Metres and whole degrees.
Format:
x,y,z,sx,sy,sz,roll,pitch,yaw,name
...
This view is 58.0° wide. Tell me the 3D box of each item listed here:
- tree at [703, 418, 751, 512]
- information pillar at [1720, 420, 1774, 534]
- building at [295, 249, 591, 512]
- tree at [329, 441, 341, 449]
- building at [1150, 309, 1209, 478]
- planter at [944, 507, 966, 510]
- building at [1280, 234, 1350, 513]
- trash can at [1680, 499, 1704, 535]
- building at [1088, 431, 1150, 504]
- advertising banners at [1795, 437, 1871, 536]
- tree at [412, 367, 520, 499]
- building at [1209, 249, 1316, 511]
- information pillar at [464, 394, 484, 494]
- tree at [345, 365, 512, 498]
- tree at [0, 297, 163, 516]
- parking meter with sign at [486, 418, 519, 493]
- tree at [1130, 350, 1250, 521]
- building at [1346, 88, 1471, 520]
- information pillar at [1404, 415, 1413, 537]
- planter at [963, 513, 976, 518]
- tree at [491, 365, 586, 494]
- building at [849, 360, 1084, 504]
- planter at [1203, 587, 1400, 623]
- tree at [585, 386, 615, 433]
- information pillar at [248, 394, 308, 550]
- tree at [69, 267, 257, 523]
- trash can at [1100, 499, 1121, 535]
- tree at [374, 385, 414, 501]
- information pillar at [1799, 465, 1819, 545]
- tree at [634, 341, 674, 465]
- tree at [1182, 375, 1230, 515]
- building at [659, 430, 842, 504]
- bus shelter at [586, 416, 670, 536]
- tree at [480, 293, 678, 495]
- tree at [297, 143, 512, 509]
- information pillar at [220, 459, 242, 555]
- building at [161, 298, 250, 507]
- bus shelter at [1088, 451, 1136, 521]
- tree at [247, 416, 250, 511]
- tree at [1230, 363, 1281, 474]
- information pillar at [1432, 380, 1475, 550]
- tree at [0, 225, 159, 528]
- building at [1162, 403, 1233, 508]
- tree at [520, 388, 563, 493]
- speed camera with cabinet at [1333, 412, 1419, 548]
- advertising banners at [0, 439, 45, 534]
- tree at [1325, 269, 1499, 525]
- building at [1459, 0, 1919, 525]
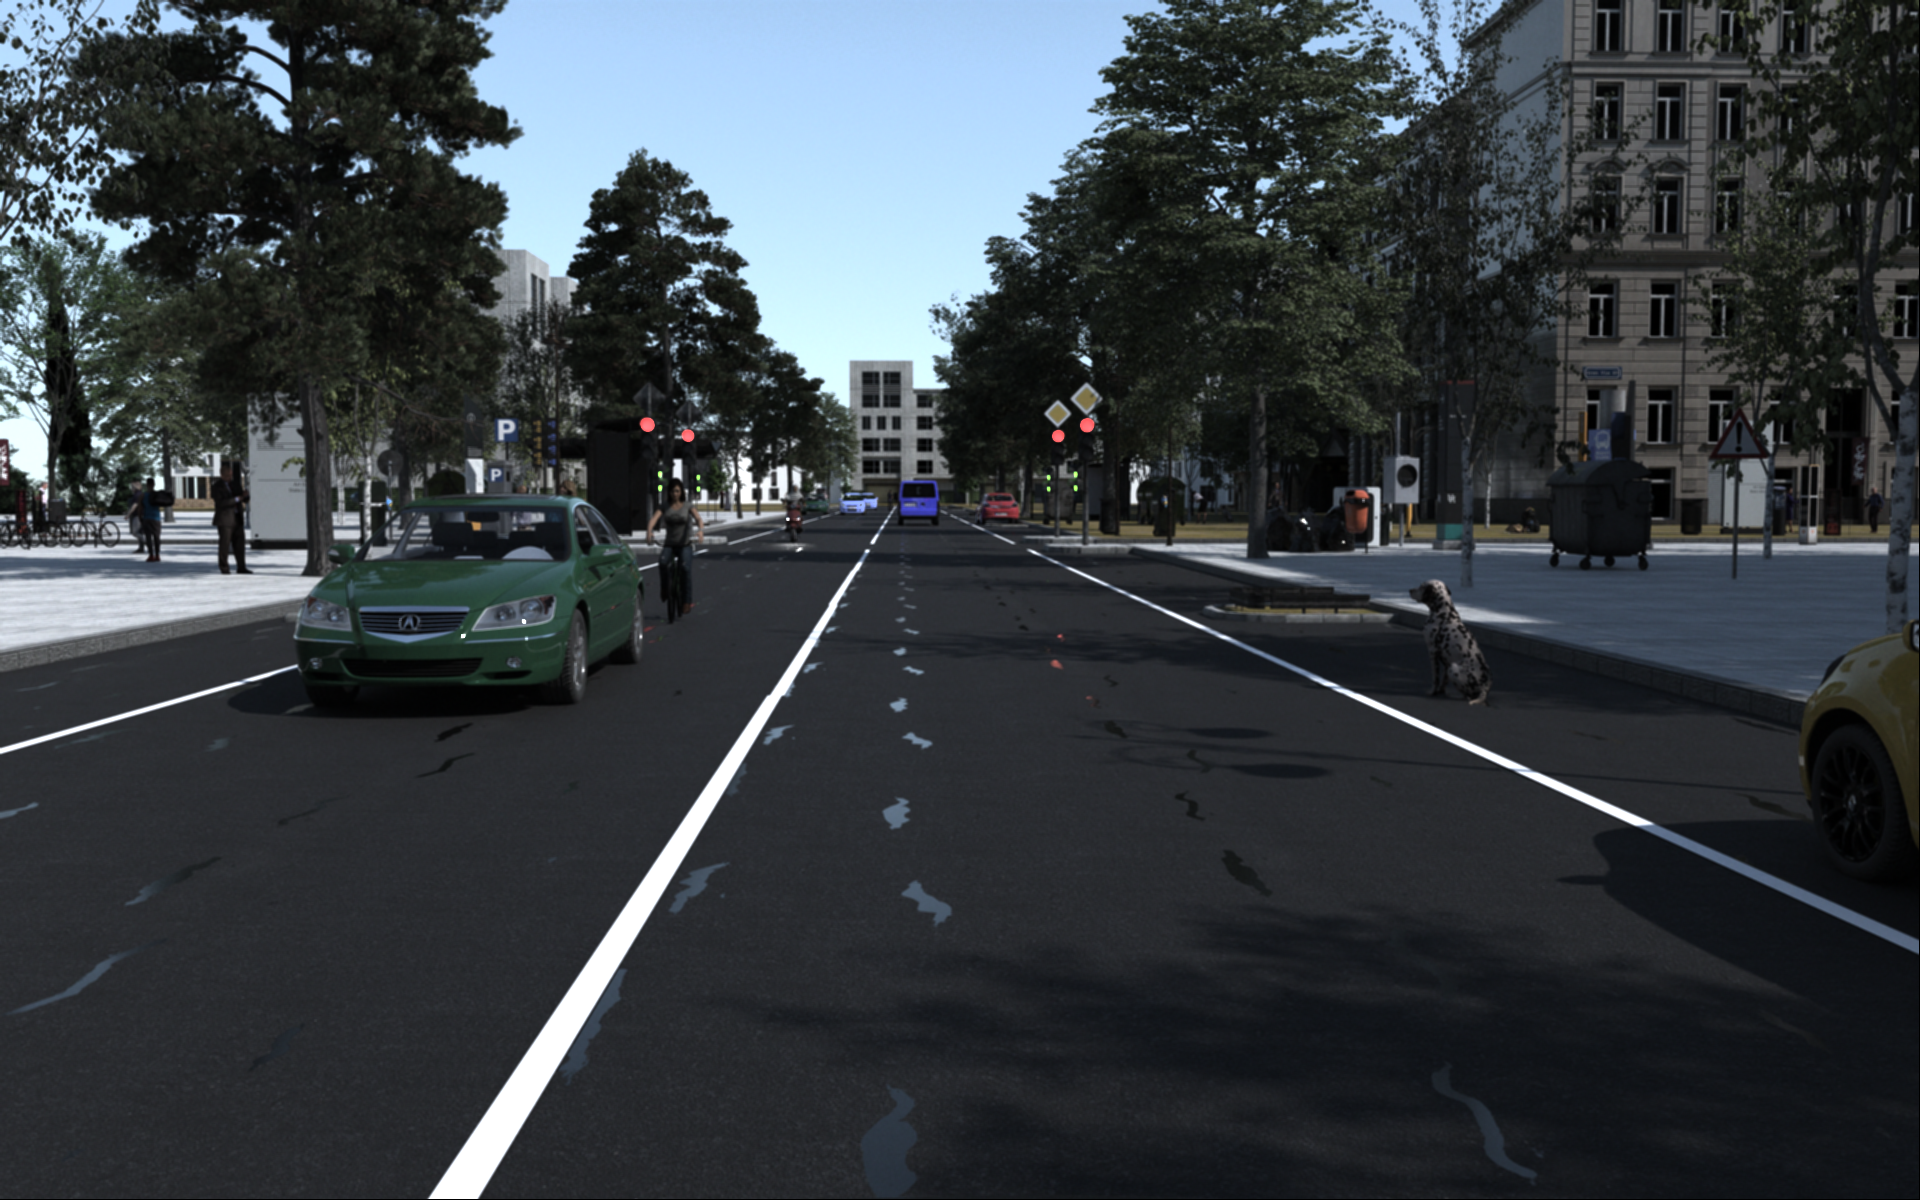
x,y,z,sx,sy,sz,roll,pitch,yaw,name
-16.185,-10.468,121.520,4.360,8.622,3.978,0,3,0,tree
25.076,-3.906,55.186,1.656,3.620,0.184,-1,4,-9,information pillar
-40.183,-16.782,140.850,16.747,18.905,31.486,0,4,-2,building
-35.126,-10.328,86.995,7.486,12.596,7.792,0,3,0,tree
27.970,-19.714,178.737,16.016,20.091,11.380,0,4,-2,building
-0.442,-8.079,153.232,1.991,0.319,1.994,0,4,-2,planter
30.384,-15.387,119.037,16.820,18.784,16.811,0,4,-2,building
23.035,-2.623,54.541,0.748,1.137,0.748,0,3,0,trash can
30.791,-17.896,234.743,28.070,9.664,9.099,0,4,-2,building
26.980,-3.508,53.543,2.074,3.025,0.090,3,5,43,advertising banners
-24.949,-8.393,87.596,4.360,8.622,3.978,0,3,0,tree
29.233,-17.293,139.155,16.016,20.091,11.380,0,4,-2,building
-11.412,-3.015,40.646,0.183,3.616,0.504,2,4,35,information pillar
-31.384,-11.666,101.115,12.009,13.543,11.850,0,3,0,tree
-57.296,-12.333,103.465,18.604,14.587,13.155,2,4,26,tree
-10.409,-2.619,39.080,0.543,3.016,1.738,0,4,-1,parking meter with sign
11.071,-8.080,82.464,4.737,8.622,4.395,0,3,0,tree
28.387,-16.245,94.479,11.050,23.489,19.941,0,4,-2,building
13.357,-3.675,51.444,0.183,3.616,0.504,2,4,24,information pillar
1.189,-5.029,103.363,1.991,0.319,1.994,0,4,-2,planter
-22.715,-8.667,92.061,4.737,8.622,4.395,0,3,0,tree
0.859,-22.716,237.862,31.486,18.905,16.747,0,4,-2,building
3.900,0.051,20.309,1.991,0.319,1.994,0,4,-2,planter
-21.704,-9.661,108.325,4.360,8.622,3.978,0,3,0,tree
-15.458,-2.964,39.770,1.656,3.620,0.184,0,4,-5,information pillar
-35.487,-9.719,77.031,7.486,12.596,7.792,0,3,0,tree
4.781,-2.656,55.078,0.748,1.137,0.748,0,3,0,trash can
-39.076,-10.529,122.513,4.360,8.622,3.978,0,3,0,tree
21.487,-2.406,43.837,0.304,2.012,0.304,-1,4,-19,information pillar
-21.655,-11.759,114.320,6.751,12.117,7.091,0,3,0,tree
16.831,-9.878,111.864,4.360,8.622,3.978,0,3,0,tree
-29.827,-17.723,231.921,28.070,9.664,9.099,0,4,-2,building
-10.543,-3.922,55.403,1.731,3.624,6.357,0,4,-2,bus shelter
-18.460,-8.899,79.911,8.767,10.594,7.601,0,4,6,tree
-20.122,-9.451,61.952,7.806,13.903,7.818,0,3,0,tree
-15.495,-1.980,36.859,0.304,2.012,0.304,1,4,20,information pillar
-70.691,-19.352,172.821,11.380,20.091,16.016,0,4,-2,building
7.083,-5.477,83.474,2.014,3.302,5.546,0,4,-2,bus shelter
-27.196,-7.055,65.706,4.360,8.622,3.978,0,3,0,tree
16.312,-8.345,86.806,4.360,8.622,3.978,0,3,0,tree
11.362,-3.081,39.745,0.750,3.857,0.750,0,4,-2,information pillar
-34.527,-8.573,65.920,9.928,11.665,9.643,0,3,0,tree
25.037,-13.265,159.037,9.099,9.664,28.070,0,4,-2,building
-27.709,-9.860,111.579,4.360,8.622,3.978,0,3,0,tree
10.008,-2.892,41.614,2.038,3.252,0.660,-1,4,-19,speed camera with cabinet
-30.141,-3.633,55.594,0.090,3.025,2.074,1,4,10,advertising banners
18.685,-8.422,72.105,7.601,10.594,8.767,1,4,9,tree
36.209,-17.059,76.182,25.104,27.353,12.463,0,4,-2,building
